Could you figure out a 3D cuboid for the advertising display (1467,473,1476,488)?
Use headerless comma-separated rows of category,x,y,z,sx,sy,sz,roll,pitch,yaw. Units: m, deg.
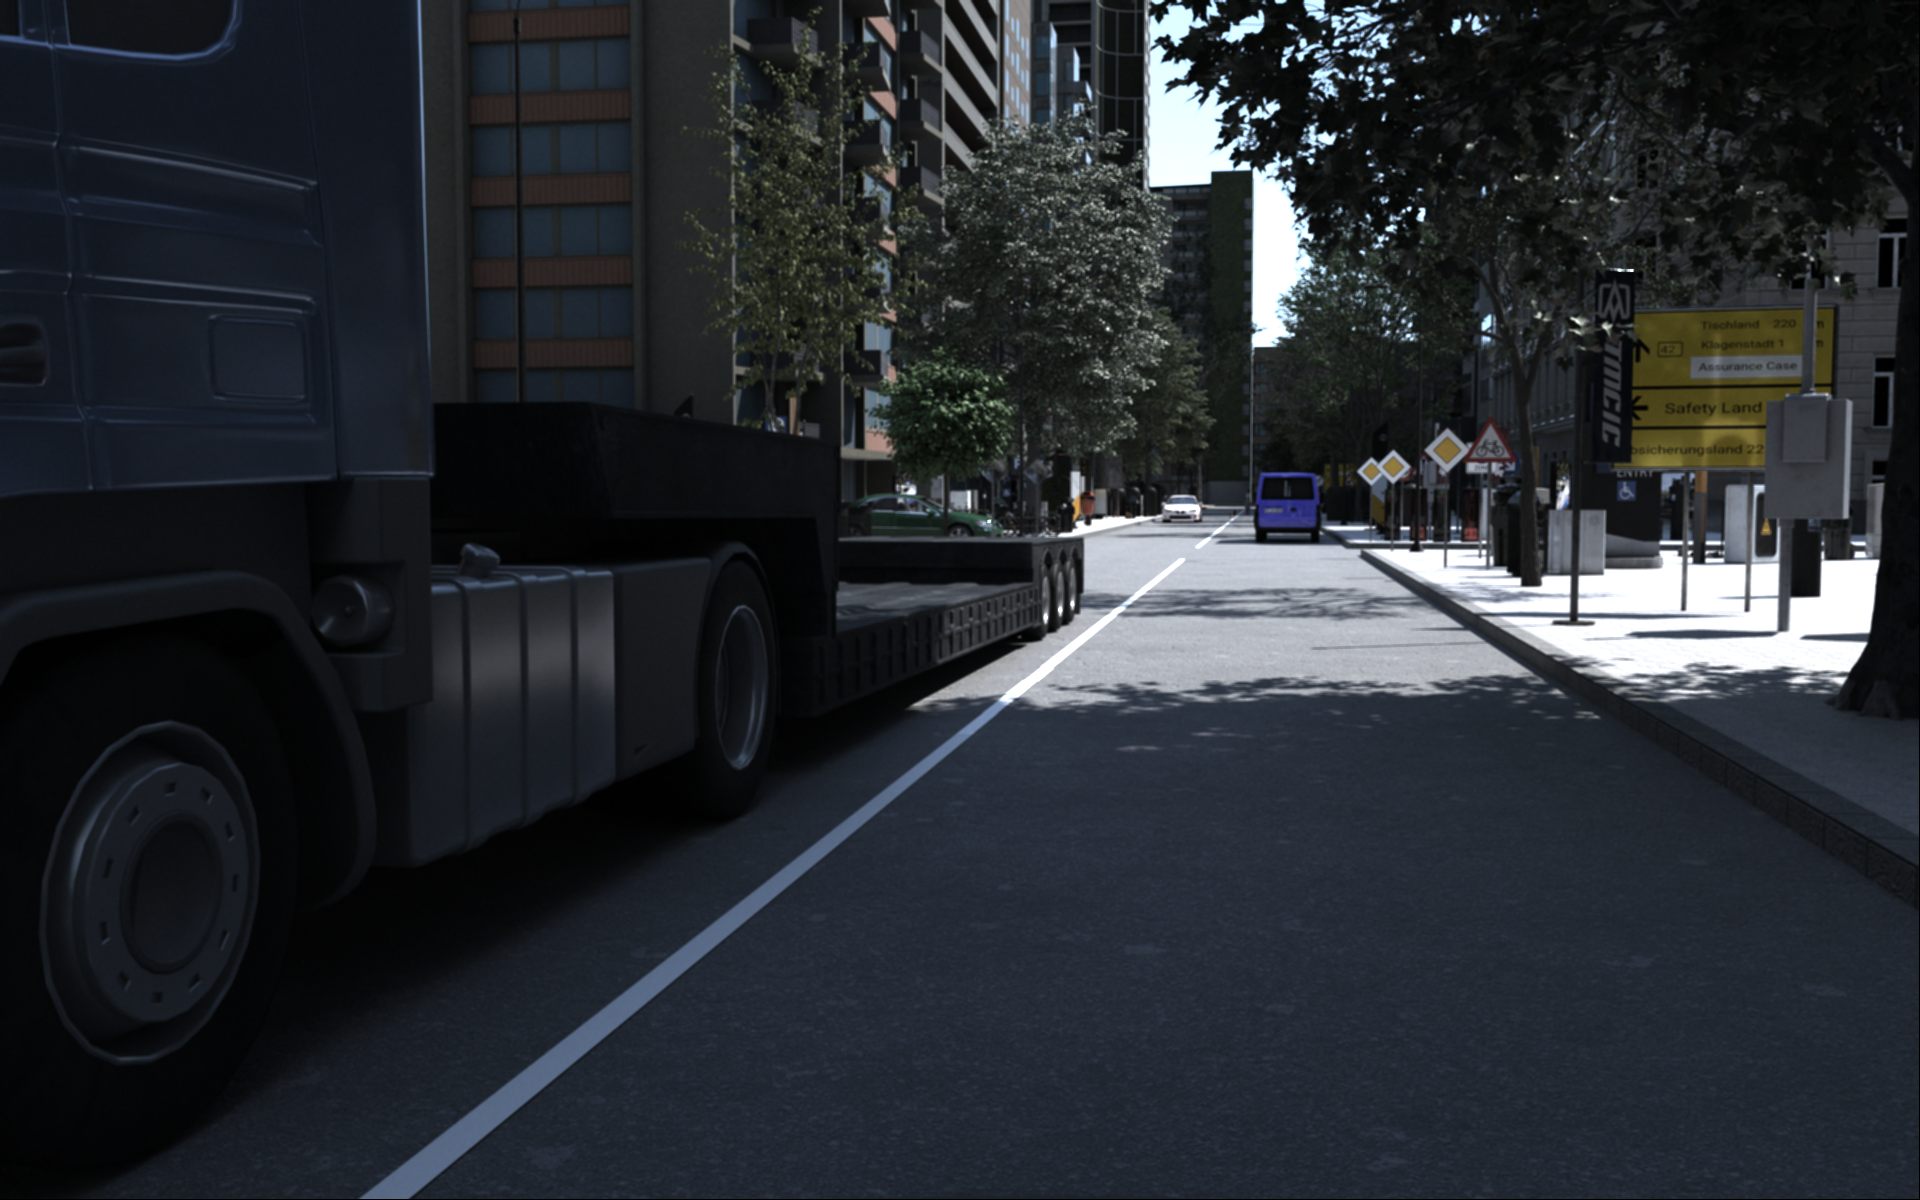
advertising display,15.274,-2.849,51.795,0.123,1.923,0.974,1,4,8

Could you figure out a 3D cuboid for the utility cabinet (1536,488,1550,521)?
utility cabinet,21.983,-3.496,65.836,1.173,1.500,0.318,-3,5,-42

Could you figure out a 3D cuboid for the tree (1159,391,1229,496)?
tree,21.548,-14.444,161.912,9.928,11.665,9.643,0,3,0

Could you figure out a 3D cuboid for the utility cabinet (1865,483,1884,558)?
utility cabinet,18.243,-1.575,34.432,0.318,1.500,1.173,1,4,21

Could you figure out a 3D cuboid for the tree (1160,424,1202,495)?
tree,20.109,-12.467,154.196,4.360,8.622,3.978,0,3,0

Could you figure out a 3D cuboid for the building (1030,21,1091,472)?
building,-2.170,-34.207,178.888,30.456,49.044,23.786,1,4,10

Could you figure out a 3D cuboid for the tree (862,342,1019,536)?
tree,-0.408,-3.291,37.520,4.285,4.588,4.351,0,3,0

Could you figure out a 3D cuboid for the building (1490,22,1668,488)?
building,40.119,-19.453,94.476,17.030,29.872,44.131,1,4,10

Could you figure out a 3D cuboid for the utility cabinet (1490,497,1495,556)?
utility cabinet,11.378,-1.531,36.192,0.306,1.237,1.020,2,4,32

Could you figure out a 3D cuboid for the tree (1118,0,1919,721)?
tree,5.610,-5.668,9.677,9.611,12.733,9.660,0,3,0

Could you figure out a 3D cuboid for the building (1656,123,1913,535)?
building,37.676,-15.932,57.749,25.104,27.353,12.463,1,4,10

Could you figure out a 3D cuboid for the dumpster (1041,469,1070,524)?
dumpster,3.731,-3.877,65.877,1.502,2.255,1.985,1,4,10

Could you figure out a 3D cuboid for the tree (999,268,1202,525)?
tree,5.207,-8.345,70.859,8.767,10.594,7.601,1,4,11

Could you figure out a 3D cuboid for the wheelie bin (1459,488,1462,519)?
wheelie bin,26.217,-4.998,89.629,0.980,1.594,0.693,3,5,41

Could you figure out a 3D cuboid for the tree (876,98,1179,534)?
tree,2.272,-9.139,56.080,9.857,13.997,8.962,0,3,0

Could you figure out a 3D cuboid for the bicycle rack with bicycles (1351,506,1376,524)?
bicycle rack with bicycles,18.233,-3.763,74.906,2.852,0.926,2.925,-2,4,-24

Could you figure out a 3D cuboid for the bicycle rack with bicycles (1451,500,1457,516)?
bicycle rack with bicycles,30.847,-5.606,105.044,2.852,0.926,2.925,-1,4,-17

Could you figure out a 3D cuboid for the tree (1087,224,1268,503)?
tree,14.843,-16.229,121.230,12.611,20.169,13.585,0,3,0

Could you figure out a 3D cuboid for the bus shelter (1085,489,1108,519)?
bus shelter,7.196,-5.931,90.895,2.014,3.302,5.546,1,4,10

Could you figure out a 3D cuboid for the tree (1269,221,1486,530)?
tree,14.916,-8.305,61.546,9.928,11.665,9.643,0,3,0

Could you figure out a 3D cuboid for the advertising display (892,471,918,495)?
advertising display,-1.535,-2.635,48.290,0.123,1.923,0.974,3,4,38

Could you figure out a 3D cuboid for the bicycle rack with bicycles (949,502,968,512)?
bicycle rack with bicycles,0.082,-3.714,74.110,2.925,0.926,2.852,0,4,-7

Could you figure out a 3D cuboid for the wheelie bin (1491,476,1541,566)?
wheelie bin,9.832,-1.393,30.684,0.693,1.594,0.980,-2,4,-34

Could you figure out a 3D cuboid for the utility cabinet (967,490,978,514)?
utility cabinet,0.639,-5.351,96.175,0.318,1.500,1.173,-1,4,-22

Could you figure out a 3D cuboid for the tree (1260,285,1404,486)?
tree,19.338,-10.598,91.404,7.486,12.596,7.792,0,3,0

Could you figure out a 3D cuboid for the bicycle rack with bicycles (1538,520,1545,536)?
bicycle rack with bicycles,18.178,-2.474,53.830,2.925,0.926,2.852,0,4,-4

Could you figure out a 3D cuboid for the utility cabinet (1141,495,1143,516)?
utility cabinet,10.899,-5.615,102.964,0.306,1.237,1.020,3,5,39

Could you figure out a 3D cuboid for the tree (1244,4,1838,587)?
tree,8.037,-5.486,24.114,8.767,10.594,7.601,1,4,11

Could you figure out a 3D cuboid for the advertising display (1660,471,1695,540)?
advertising display,20.303,-2.677,48.977,0.974,1.923,0.123,2,4,29

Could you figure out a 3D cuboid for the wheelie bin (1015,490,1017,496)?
wheelie bin,4.189,-6.860,120.072,0.980,1.594,0.693,2,4,27

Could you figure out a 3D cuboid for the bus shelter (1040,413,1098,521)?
bus shelter,5.034,-6.407,82.386,2.179,5.291,8.768,1,4,10

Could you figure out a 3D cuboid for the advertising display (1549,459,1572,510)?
advertising display,11.233,-1.664,32.424,0.123,1.923,0.974,2,4,35

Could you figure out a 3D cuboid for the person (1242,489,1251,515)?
person,19.446,-6.631,117.493,0.524,1.755,0.480,-2,4,-33

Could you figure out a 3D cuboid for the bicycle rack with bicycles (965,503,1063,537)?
bicycle rack with bicycles,1.733,-2.341,51.659,2.925,0.926,2.852,0,4,-2

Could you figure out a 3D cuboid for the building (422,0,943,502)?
building,-12.958,-25.710,74.981,22.147,44.769,28.867,1,4,10

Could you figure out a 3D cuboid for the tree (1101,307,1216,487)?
tree,11.570,-11.405,104.599,7.486,12.596,7.792,0,3,0

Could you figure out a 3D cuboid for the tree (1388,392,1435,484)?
tree,29.761,-10.012,114.061,4.737,8.622,4.395,0,3,0

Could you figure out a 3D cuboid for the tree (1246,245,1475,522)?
tree,18.477,-10.345,79.509,12.009,13.543,11.850,0,3,0

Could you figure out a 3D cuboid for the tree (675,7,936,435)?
tree,-2.602,-4.704,27.271,4.737,8.622,4.395,0,3,0

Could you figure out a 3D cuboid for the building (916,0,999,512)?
building,-9.667,-29.619,107.968,21.300,48.544,21.600,1,4,10

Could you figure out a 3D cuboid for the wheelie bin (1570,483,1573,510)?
wheelie bin,17.406,-2.487,48.572,0.980,1.594,0.693,1,4,14
